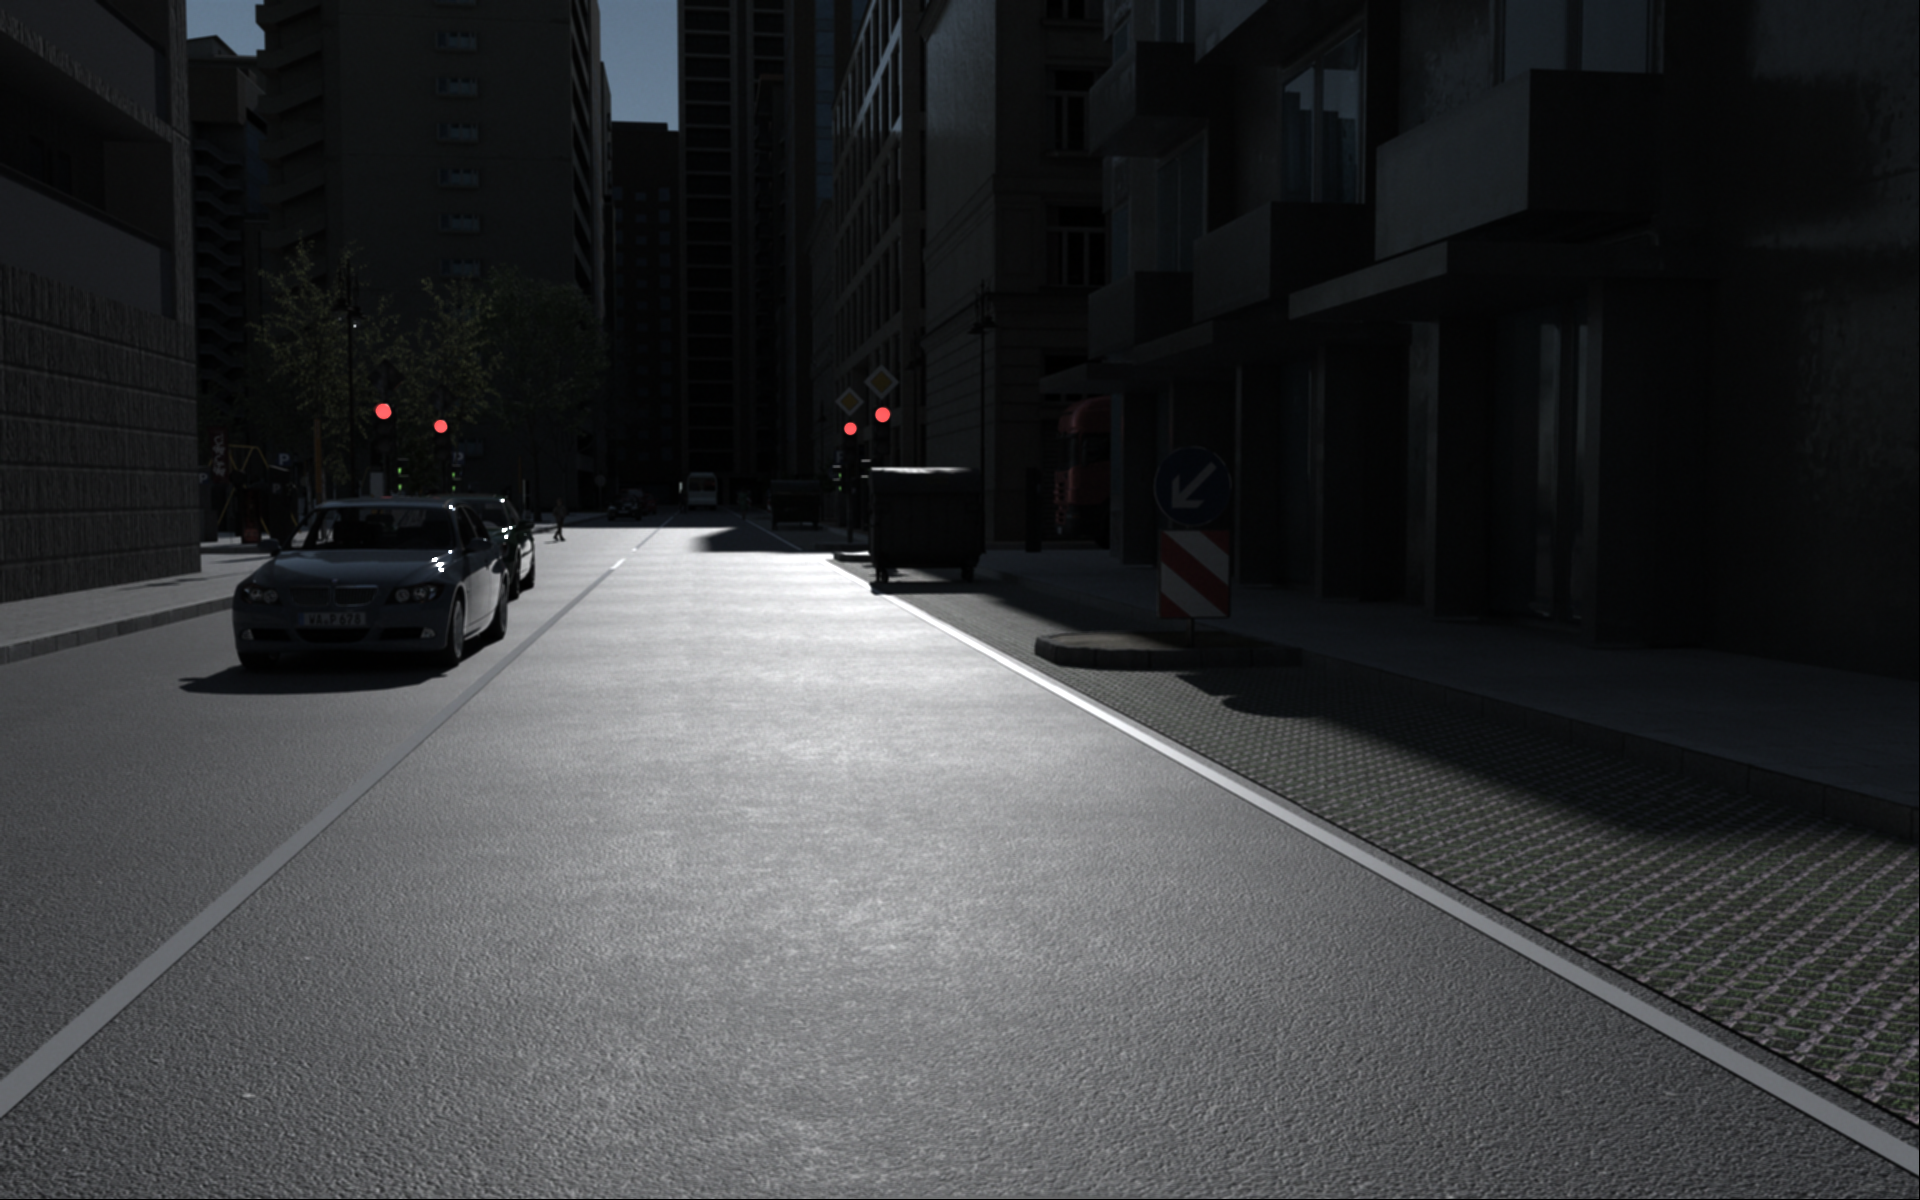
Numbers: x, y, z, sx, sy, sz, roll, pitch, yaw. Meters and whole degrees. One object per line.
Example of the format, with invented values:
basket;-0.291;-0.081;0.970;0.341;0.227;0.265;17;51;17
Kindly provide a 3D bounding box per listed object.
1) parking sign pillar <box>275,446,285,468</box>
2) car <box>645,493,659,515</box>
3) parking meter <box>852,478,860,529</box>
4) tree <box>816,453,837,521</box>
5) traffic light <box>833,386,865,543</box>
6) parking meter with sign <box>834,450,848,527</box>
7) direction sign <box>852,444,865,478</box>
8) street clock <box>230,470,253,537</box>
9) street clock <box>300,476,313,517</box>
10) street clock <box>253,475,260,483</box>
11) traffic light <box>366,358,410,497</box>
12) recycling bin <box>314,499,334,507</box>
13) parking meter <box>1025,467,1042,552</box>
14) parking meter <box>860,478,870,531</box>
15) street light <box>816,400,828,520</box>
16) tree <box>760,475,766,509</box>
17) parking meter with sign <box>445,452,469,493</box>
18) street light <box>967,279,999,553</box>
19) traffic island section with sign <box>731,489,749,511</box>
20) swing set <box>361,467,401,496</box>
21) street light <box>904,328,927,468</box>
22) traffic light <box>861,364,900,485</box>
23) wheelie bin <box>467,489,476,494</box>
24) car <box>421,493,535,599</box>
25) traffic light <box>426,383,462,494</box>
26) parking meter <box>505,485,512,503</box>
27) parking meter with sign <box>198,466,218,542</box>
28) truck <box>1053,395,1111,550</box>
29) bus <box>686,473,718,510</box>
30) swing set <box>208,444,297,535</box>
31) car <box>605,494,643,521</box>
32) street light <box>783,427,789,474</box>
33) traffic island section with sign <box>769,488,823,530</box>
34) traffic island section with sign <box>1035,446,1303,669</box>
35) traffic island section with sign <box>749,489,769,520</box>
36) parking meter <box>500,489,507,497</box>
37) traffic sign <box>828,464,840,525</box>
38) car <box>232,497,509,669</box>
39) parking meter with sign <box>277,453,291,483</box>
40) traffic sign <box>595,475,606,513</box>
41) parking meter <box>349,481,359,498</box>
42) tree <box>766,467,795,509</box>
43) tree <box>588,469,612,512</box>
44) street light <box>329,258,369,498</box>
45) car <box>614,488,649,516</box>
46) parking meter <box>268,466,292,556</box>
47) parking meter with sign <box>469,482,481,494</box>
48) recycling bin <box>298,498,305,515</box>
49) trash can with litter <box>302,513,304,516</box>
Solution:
parking sign pillar;-38.169;-6.650;97.198;1.447;3.967;1.447;-1;4;-12
car;-22.258;-6.888;121.664;2.155;1.783;4.494;-1;4;-10
parking meter;-3.824;-3.526;63.354;0.399;1.863;0.255;2;4;33
tree;-6.084;-5.313;81.463;1.663;3.219;1.824;0;3;0
traffic light;-2.906;-3.450;45.334;0.839;4.253;0.868;-1;4;-9
parking meter with sign;-4.615;-4.396;68.137;0.543;3.016;1.738;0;4;-8
direction sign;-4.704;-5.315;78.894;0.876;3.537;0.379;-3;4;-36
street clock;-21.717;-2.911;52.168;0.471;2.002;0.358;1;4;9
street clock;-26.183;-3.966;69.422;0.471;2.002;0.358;1;4;22
street clock;-27.006;-3.770;66.211;0.358;2.002;0.471;3;4;37
traffic light;-11.860;-2.873;35.898;0.839;4.253;0.868;-1;4;-9
recycling bin;-32.340;-4.617;88.039;0.722;1.027;0.722;3;4;37
parking meter;1.624;-1.988;38.213;0.255;1.863;0.399;2;4;25
parking meter;-3.133;-3.297;59.624;0.399;1.863;0.255;-3;5;-45
street light;-6.686;-6.803;84.018;0.468;5.910;1.993;-1;4;-9
tree;-16.597;-9.503;149.972;1.663;3.219;1.824;0;3;0
parking meter with sign;-20.620;-4.529;70.309;0.543;3.016;1.738;0;4;4
street light;0.488;-3.952;37.401;0.468;5.910;1.993;-1;4;-9
traffic island section with sign;-18.046;-8.408;146.105;1.989;1.847;2.006;-1;4;-9
swing set;-32.818;-6.214;99.215;3.119;2.851;2.862;1;4;22
street light;-1.252;-4.627;48.447;0.468;5.910;1.993;-1;4;-9
traffic light;-1.716;-2.967;37.438;0.839;4.253;0.868;-1;4;-9
wheelie bin;-29.269;-5.848;103.524;0.693;1.594;0.980;-1;4;-19
car;-7.186;-0.807;24.994;2.131;1.459;4.920;-1;4;-10
traffic light;-13.051;-3.356;43.794;0.839;4.253;0.868;-1;4;-9
parking meter;-29.665;-6.605;113.704;0.399;1.863;0.255;0;4;2
parking meter with sign;-20.684;-3.102;46.972;1.738;3.016;0.543;3;5;43
truck;7.385;-3.328;43.332;11.283;4.237;2.839;0;4;-7
bus;-23.168;-9.839;155.721;2.948;3.499;13.247;-1;4;-8
swing set;-23.035;-3.527;55.282;2.862;2.851;3.119;0;4;-2
car;-18.158;-5.139;93.804;2.009;1.686;4.222;-1;4;-9
street light;-12.036;-8.979;119.601;0.468;5.910;1.993;-1;4;-9
traffic island section with sign;-6.582;-3.761;70.123;1.989;1.847;2.006;-1;4;-9
traffic island section with sign;1.712;-0.395;15.094;1.989;1.847;2.006;-1;4;-9
traffic island section with sign;-10.602;-5.391;96.778;1.989;1.847;2.006;-1;4;-9
parking meter;-23.820;-5.016;90.428;0.372;1.533;0.369;0;3;0
traffic sign;-5.016;-4.334;70.966;0.768;2.556;0.104;0;4;-3
car;-5.220;-0.233;15.810;2.014;1.417;4.499;0;4;-7
parking meter with sign;-28.355;-4.677;72.732;0.543;3.016;1.738;-1;4;-21
traffic sign;-23.994;-7.061;115.545;0.768;2.556;0.104;0;4;1
parking meter;-28.070;-4.560;80.270;0.399;1.863;0.255;-2;4;-31
tree;-12.289;-7.797;122.076;1.663;3.219;1.824;0;3;0
tree;-25.645;-7.934;124.318;1.663;3.219;1.824;0;3;0
street light;-11.985;-3.750;34.103;0.468;5.910;1.993;-1;4;-9
car;-21.772;-6.498;114.915;2.281;1.827;5.304;-1;4;-8
parking meter;-14.034;-1.839;35.780;0.399;1.863;0.255;0;4;6
parking meter with sign;-31.228;-7.048;111.495;1.738;3.016;0.543;-2;4;-33
recycling bin;-40.558;-5.733;106.284;0.722;1.027;0.722;-1;4;-14
trash can with litter;-38.655;-5.666;103.693;2.233;1.210;1.678;-1;4;-11
